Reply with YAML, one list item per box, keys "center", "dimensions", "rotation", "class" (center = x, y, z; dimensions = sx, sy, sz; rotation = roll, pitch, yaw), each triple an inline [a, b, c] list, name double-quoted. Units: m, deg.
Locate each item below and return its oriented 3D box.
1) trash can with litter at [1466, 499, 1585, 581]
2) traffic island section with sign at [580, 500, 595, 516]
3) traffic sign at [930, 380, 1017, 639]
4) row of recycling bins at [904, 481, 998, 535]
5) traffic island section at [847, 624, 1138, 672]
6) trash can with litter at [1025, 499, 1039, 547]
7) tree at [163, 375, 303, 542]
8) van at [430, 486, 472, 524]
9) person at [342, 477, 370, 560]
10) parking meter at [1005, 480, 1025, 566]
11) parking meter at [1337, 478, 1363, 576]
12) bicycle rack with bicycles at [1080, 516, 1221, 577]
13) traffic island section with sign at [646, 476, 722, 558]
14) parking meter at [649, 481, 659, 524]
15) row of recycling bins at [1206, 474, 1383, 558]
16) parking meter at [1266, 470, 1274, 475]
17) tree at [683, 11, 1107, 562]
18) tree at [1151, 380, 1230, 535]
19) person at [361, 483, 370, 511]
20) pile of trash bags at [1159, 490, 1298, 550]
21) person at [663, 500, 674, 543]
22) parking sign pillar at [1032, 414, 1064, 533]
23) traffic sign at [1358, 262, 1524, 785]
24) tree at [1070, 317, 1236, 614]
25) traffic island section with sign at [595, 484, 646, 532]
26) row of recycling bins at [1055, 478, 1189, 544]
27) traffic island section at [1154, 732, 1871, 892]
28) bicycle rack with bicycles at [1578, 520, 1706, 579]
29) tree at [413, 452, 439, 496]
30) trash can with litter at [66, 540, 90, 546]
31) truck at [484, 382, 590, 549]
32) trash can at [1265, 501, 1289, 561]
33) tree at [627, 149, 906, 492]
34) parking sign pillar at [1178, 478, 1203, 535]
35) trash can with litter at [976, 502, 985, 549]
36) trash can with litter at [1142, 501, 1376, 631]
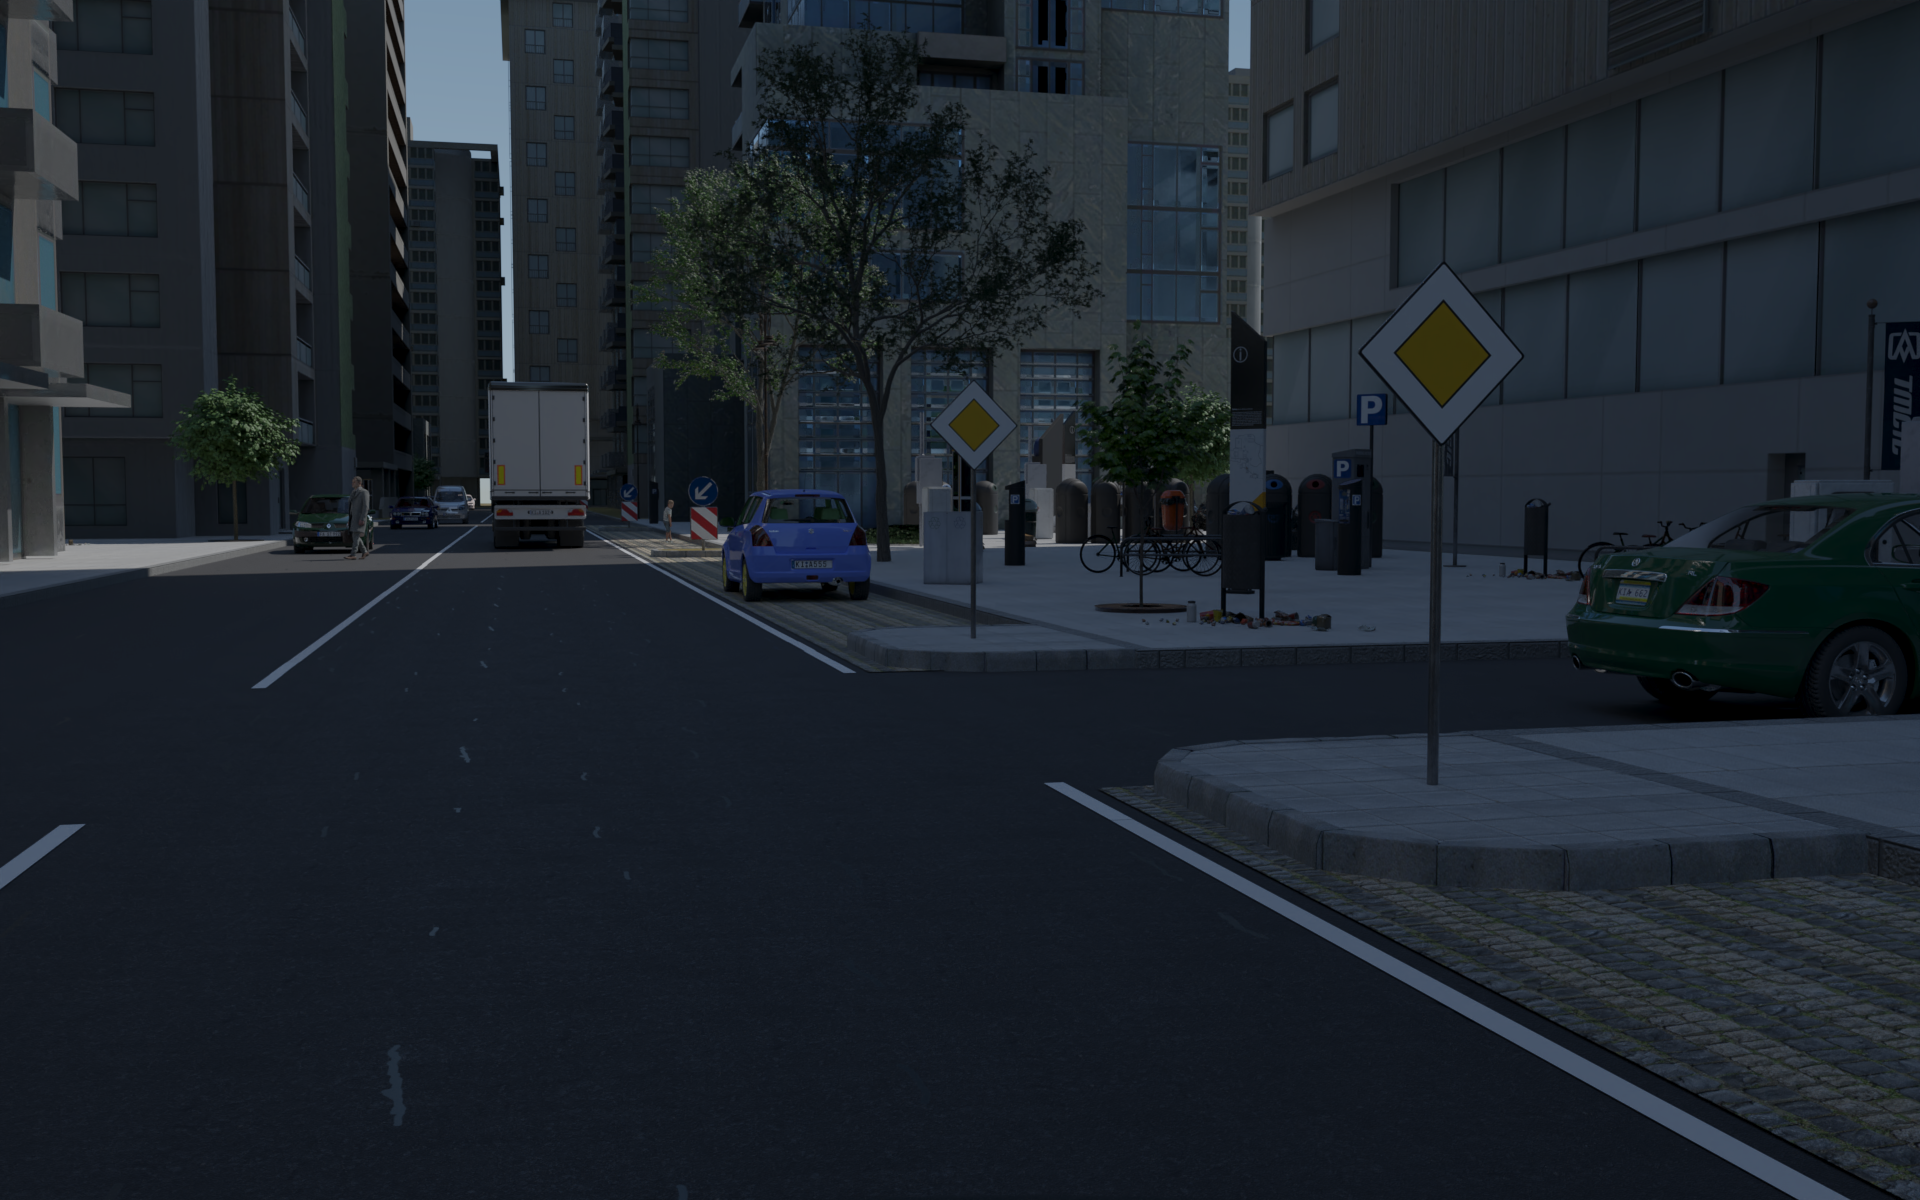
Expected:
- center: [8.871, -0.928, 26.235]
  dimensions: [1.678, 1.210, 2.233]
  rotation: [-1, 4, -17]
  class: "trash can with litter"
- center: [-24.954, -6.447, 114.034]
  dimensions: [1.989, 1.847, 2.006]
  rotation: [-1, 4, -14]
  class: "traffic island section with sign"
- center: [0.116, -0.715, 15.325]
  dimensions: [0.795, 2.450, 0.064]
  rotation: [-1, 4, -14]
  class: "traffic sign"
- center: [-0.301, -2.846, 53.652]
  dimensions: [3.534, 1.692, 1.069]
  rotation: [-3, 5, -41]
  class: "row of recycling bins"
- center: [0.137, 0.420, 15.408]
  dimensions: [2.009, 0.180, 2.903]
  rotation: [-1, 4, -14]
  class: "traffic island section"
- center: [1.711, -1.892, 42.320]
  dimensions: [0.624, 1.170, 1.055]
  rotation: [0, 4, -7]
  class: "trash can with litter"
- center: [-19.781, -3.871, 47.005]
  dimensions: [4.285, 4.588, 4.351]
  rotation: [0, 3, 0]
  class: "tree"
- center: [-24.597, -4.682, 83.570]
  dimensions: [2.013, 2.044, 4.112]
  rotation: [-1, 4, -15]
  class: "van"
- center: [-13.181, -1.784, 37.778]
  dimensions: [0.694, 1.812, 0.767]
  rotation: [3, 4, 39]
  class: "person"
- center: [0.985, -1.386, 31.074]
  dimensions: [0.372, 1.533, 0.369]
  rotation: [0, 3, 0]
  class: "parking meter"
- center: [6.166, -1.161, 27.392]
  dimensions: [0.372, 1.533, 0.369]
  rotation: [0, 3, 0]
  class: "parking meter"
- center: [3.363, -0.875, 27.695]
  dimensions: [2.925, 0.926, 2.852]
  rotation: [1, 4, 10]
  class: "bicycle rack with bicycles"
- center: [-6.078, -1.907, 39.808]
  dimensions: [1.989, 1.847, 2.006]
  rotation: [-1, 4, -14]
  class: "traffic island section with sign"
- center: [-13.225, -4.229, 74.859]
  dimensions: [0.399, 1.863, 0.255]
  rotation: [-2, 4, -24]
  class: "parking meter"
- center: [6.792, -1.724, 35.293]
  dimensions: [3.534, 1.692, 1.069]
  rotation: [1, 4, 8]
  class: "row of recycling bins"
- center: [7.578, -2.269, 42.802]
  dimensions: [0.255, 1.863, 0.399]
  rotation: [-1, 4, -10]
  class: "parking meter"
- center: [-1.398, -6.026, 32.942]
  dimensions: [8.767, 10.594, 7.601]
  rotation: [0, 4, 4]
  class: "tree"
- center: [6.776, -4.061, 50.104]
  dimensions: [4.285, 4.588, 4.351]
  rotation: [0, 3, 0]
  class: "tree"
- center: [-19.810, -2.991, 57.396]
  dimensions: [0.794, 1.824, 0.713]
  rotation: [-1, 4, -13]
  class: "person"
- center: [6.252, -1.847, 39.943]
  dimensions: [3.447, 1.369, 1.912]
  rotation: [-1, 4, -12]
  class: "pile of trash bags"
- center: [-8.563, -2.308, 50.913]
  dimensions: [0.352, 1.250, 0.332]
  rotation: [1, 4, 11]
  class: "person"
- center: [2.927, -4.232, 57.661]
  dimensions: [1.447, 3.967, 1.447]
  rotation: [3, 4, 36]
  class: "parking sign pillar"
- center: [2.084, -0.241, 7.586]
  dimensions: [0.795, 2.450, 0.064]
  rotation: [-1, 4, -14]
  class: "traffic sign"
- center: [1.945, -1.500, 19.126]
  dimensions: [1.663, 3.219, 1.824]
  rotation: [0, 3, 0]
  class: "tree"
- center: [-12.858, -3.539, 66.489]
  dimensions: [1.989, 1.847, 2.006]
  rotation: [-1, 4, -14]
  class: "traffic island section with sign"
- center: [4.260, -2.332, 45.241]
  dimensions: [3.534, 1.692, 1.069]
  rotation: [-1, 4, -9]
  class: "row of recycling bins"
- center: [2.105, 0.894, 7.668]
  dimensions: [2.009, 0.180, 2.903]
  rotation: [-1, 4, -14]
  class: "traffic island section"
- center: [9.511, -0.576, 22.797]
  dimensions: [2.852, 0.926, 2.925]
  rotation: [-3, 5, -45]
  class: "bicycle rack with bicycles"
- center: [-42.463, -9.297, 135.724]
  dimensions: [4.285, 4.588, 4.351]
  rotation: [0, 3, 0]
  class: "tree"
- center: [-22.682, -1.939, 42.756]
  dimensions: [2.233, 1.210, 1.678]
  rotation: [-3, 4, -37]
  class: "trash can with litter"
- center: [-11.989, -3.668, 48.882]
  dimensions: [2.839, 4.237, 11.283]
  rotation: [-1, 4, -15]
  class: "truck"
- center: [5.968, -1.328, 33.373]
  dimensions: [0.748, 1.137, 0.748]
  rotation: [0, 3, 0]
  class: "trash can"
- center: [-5.738, -7.673, 51.212]
  dimensions: [9.928, 11.665, 9.643]
  rotation: [0, 3, 0]
  class: "tree"
- center: [6.776, -3.970, 53.375]
  dimensions: [1.447, 3.967, 1.447]
  rotation: [-1, 4, -16]
  class: "parking sign pillar"
- center: [0.315, -1.665, 38.612]
  dimensions: [0.624, 1.170, 1.055]
  rotation: [-1, 4, -18]
  class: "trash can with litter"
- center: [2.982, -0.355, 16.857]
  dimensions: [1.678, 1.210, 2.233]
  rotation: [-3, 5, -40]
  class: "trash can with litter"
